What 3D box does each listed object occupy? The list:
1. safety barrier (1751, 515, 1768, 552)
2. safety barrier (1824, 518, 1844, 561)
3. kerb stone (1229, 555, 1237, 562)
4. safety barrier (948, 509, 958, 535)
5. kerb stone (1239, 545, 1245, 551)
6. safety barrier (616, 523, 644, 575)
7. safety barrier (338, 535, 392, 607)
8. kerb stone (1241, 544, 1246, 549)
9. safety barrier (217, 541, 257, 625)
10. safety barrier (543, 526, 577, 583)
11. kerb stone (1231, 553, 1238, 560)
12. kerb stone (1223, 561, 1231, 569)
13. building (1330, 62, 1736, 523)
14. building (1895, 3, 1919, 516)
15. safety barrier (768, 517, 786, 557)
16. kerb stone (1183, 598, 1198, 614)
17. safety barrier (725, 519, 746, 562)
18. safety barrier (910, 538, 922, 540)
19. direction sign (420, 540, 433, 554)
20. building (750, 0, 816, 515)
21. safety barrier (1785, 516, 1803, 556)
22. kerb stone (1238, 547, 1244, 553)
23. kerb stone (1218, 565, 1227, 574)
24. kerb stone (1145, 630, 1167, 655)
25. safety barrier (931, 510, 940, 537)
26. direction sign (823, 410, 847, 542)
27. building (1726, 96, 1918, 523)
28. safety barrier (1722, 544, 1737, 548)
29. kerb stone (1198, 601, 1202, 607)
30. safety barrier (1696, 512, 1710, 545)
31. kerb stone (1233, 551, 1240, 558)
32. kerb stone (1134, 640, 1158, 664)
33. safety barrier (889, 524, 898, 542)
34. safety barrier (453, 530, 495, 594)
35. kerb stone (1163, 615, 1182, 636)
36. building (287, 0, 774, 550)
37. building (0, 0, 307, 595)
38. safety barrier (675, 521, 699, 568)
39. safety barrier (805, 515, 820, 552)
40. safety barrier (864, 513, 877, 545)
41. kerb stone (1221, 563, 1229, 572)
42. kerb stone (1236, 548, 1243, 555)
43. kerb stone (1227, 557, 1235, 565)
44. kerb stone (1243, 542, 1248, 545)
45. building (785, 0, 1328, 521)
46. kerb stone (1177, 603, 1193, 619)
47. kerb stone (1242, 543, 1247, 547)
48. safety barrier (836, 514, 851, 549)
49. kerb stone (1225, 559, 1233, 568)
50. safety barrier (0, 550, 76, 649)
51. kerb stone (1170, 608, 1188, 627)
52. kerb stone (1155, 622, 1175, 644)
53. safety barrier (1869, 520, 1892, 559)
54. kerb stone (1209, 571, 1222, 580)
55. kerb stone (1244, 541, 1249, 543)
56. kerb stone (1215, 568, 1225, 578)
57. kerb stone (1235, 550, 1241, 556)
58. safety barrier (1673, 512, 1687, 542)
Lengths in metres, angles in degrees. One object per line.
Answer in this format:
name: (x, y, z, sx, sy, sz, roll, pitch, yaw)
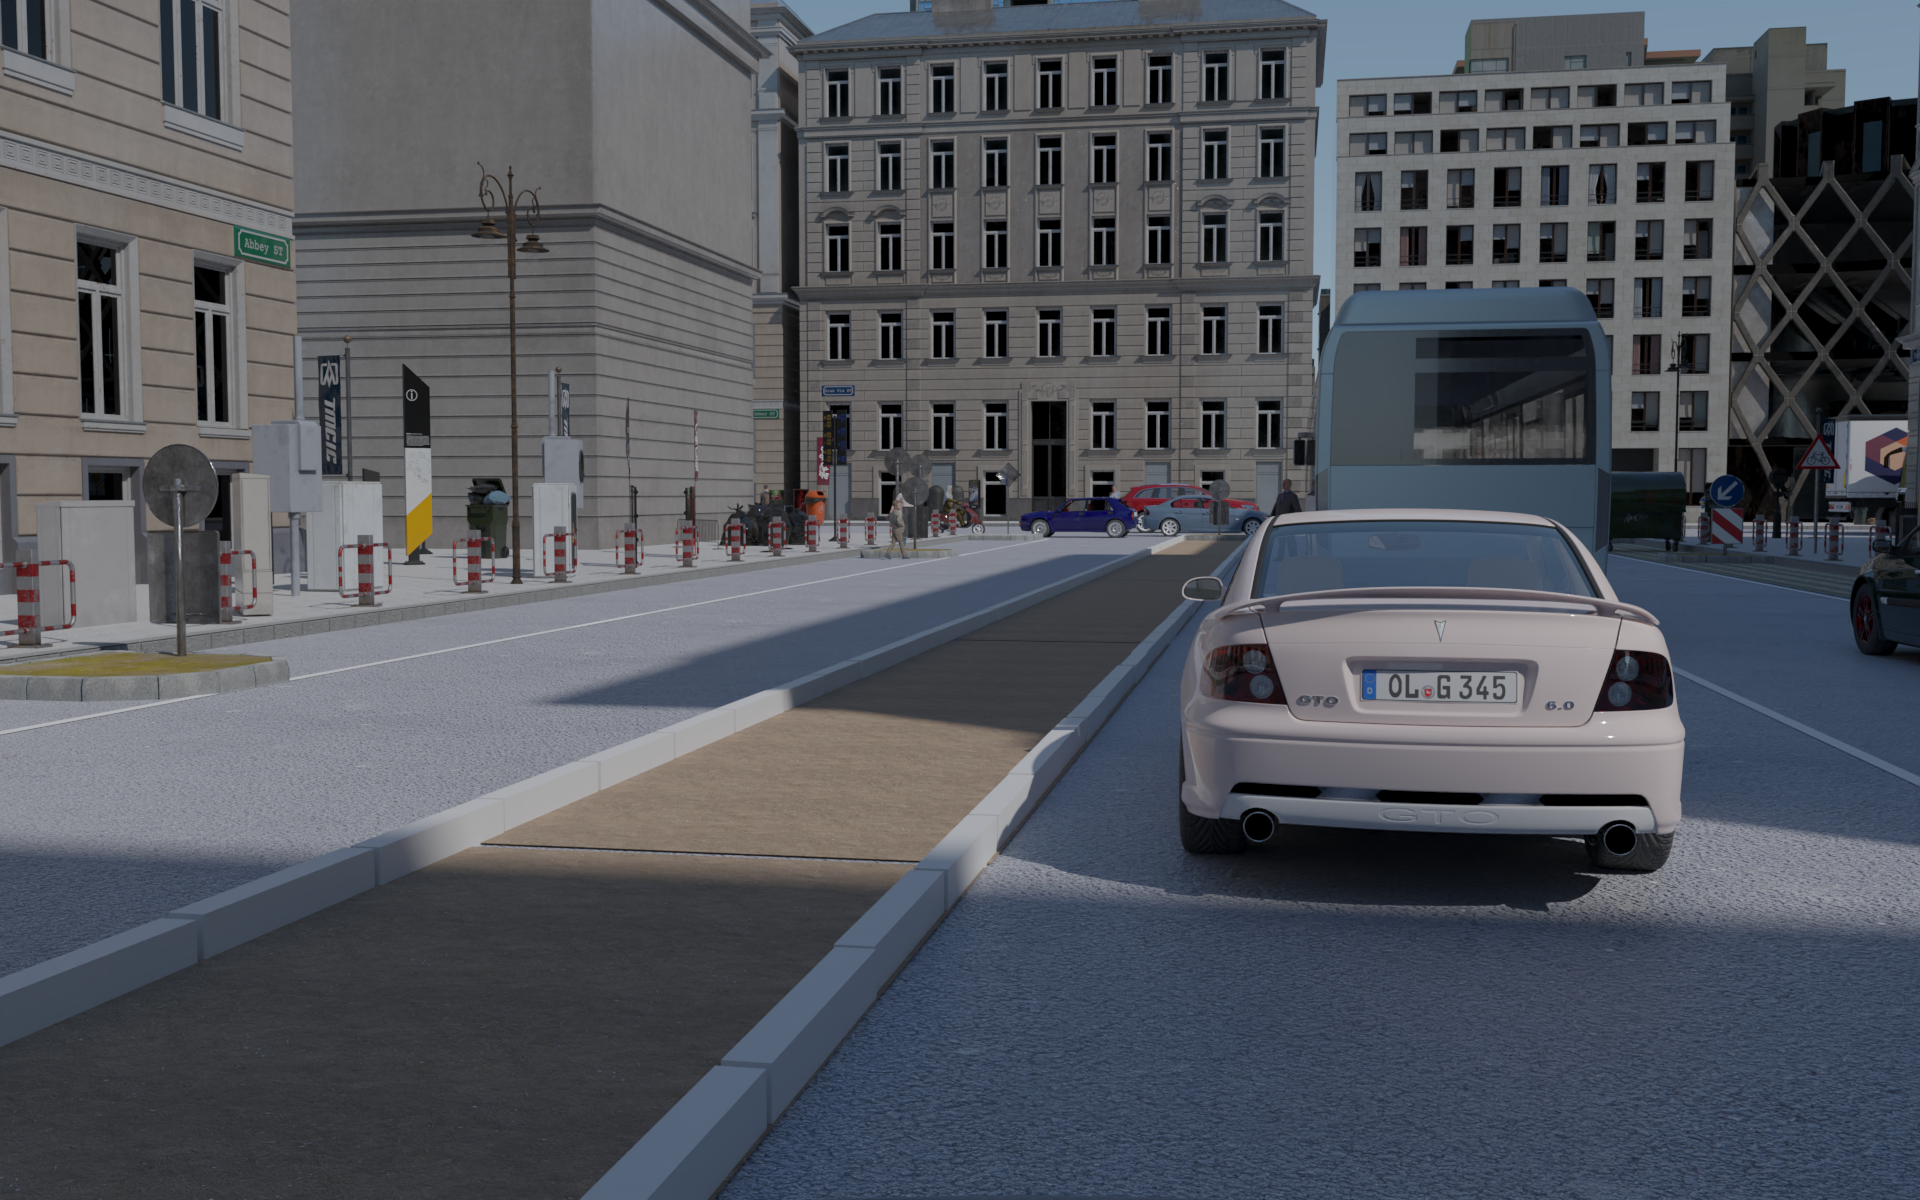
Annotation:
safety barrier: (17.795, -1.484, 38.535, 0.300, 0.817, 1.120, 1, 4, 11)
safety barrier: (16.792, -1.162, 33.281, 0.300, 0.817, 1.120, 1, 4, 11)
kerb stone: (5.415, -0.762, 34.714, 0.120, 0.150, 1.000, 1, 4, 11)
safety barrier: (-0.220, -2.421, 53.852, 0.300, 0.817, 1.120, 1, 4, 11)
kerb stone: (6.571, -1.136, 40.769, 0.120, 0.150, 1.000, 1, 4, 11)
safety barrier: (-5.258, -0.814, 27.589, 0.300, 0.817, 1.120, 1, 4, 11)
safety barrier: (-6.764, -0.333, 19.719, 0.300, 0.817, 1.120, 1, 4, 11)
kerb stone: (6.773, -1.197, 41.773, 0.120, 0.150, 1.000, 1, 4, 11)
safety barrier: (-7.275, -0.172, 17.082, 0.300, 0.817, 1.120, 1, 4, 11)
safety barrier: (-5.763, -0.654, 24.966, 0.300, 0.817, 1.120, 1, 4, 11)
kerb stone: (5.605, -0.828, 35.728, 0.120, 0.150, 1.000, 1, 4, 11)
kerb stone: (4.833, -0.580, 31.677, 0.120, 0.150, 1.000, 1, 4, 11)
building: (26.190, -13.886, 81.787, 16.860, 20.320, 10.420, 1, 4, 11)
building: (27.721, -12.097, 33.948, 11.583, 22.565, 21.152, 1, 4, 11)
safety barrier: (-3.746, -1.296, 35.465, 0.300, 0.817, 1.120, 1, 4, 11)
kerb stone: (2.717, 0.099, 20.589, 0.120, 0.150, 1.000, 1, 4, 11)
safety barrier: (-4.253, -1.136, 32.841, 0.300, 0.817, 1.120, 1, 4, 11)
safety barrier: (-1.230, -2.100, 48.606, 0.300, 0.817, 1.120, 1, 4, 11)
direction sign: (-11.439, -2.743, 36.839, 0.379, 3.537, 0.876, 0, 4, 3)
building: (-16.932, -18.679, 91.306, 20.117, 28.700, 13.634, 1, 4, 11)
safety barrier: (17.292, -1.323, 35.905, 0.300, 0.817, 1.120, 1, 4, 11)
kerb stone: (6.379, -1.074, 39.762, 0.120, 0.150, 1.000, 1, 4, 11)
kerb stone: (4.445, -0.455, 29.660, 0.120, 0.150, 1.000, 1, 4, 11)
kerb stone: (1.739, 0.408, 15.537, 0.120, 0.150, 1.000, 1, 4, 11)
safety barrier: (-0.720, -2.260, 51.228, 0.300, 0.817, 1.120, 1, 4, 11)
direction sign: (-3.382, -3.353, 46.823, 0.876, 3.537, 0.379, 3, 5, 41)
building: (43.905, -13.108, 81.762, 16.811, 18.784, 16.820, 1, 4, 11)
safety barrier: (18.294, -1.644, 41.159, 0.300, 0.817, 1.120, 1, 4, 11)
kerb stone: (2.903, 0.037, 21.598, 0.120, 0.150, 1.000, 1, 4, 11)
safety barrier: (18.803, -1.805, 43.791, 0.300, 0.817, 1.120, 1, 4, 11)
kerb stone: (5.808, -0.889, 36.735, 0.120, 0.150, 1.000, 1, 4, 11)
kerb stone: (1.541, 0.472, 14.532, 0.120, 0.150, 1.000, 1, 4, 11)
safety barrier: (-1.726, -1.939, 45.980, 0.300, 0.817, 1.120, 1, 4, 11)
safety barrier: (-6.265, -0.493, 22.343, 0.300, 0.817, 1.120, 1, 4, 11)
kerb stone: (2.129, 0.287, 17.557, 0.120, 0.150, 1.000, 1, 4, 11)
building: (-18.530, -12.551, 47.006, 24.055, 21.916, 13.314, 1, 4, 11)
building: (-18.683, -14.280, 19.389, 13.634, 28.700, 20.117, 1, 4, 11)
safety barrier: (-4.754, -0.975, 30.212, 0.300, 0.817, 1.120, 1, 4, 11)
safety barrier: (-3.244, -1.457, 38.096, 0.300, 0.817, 1.120, 1, 4, 11)
safety barrier: (-2.234, -1.779, 43.354, 0.300, 0.817, 1.120, 1, 4, 11)
kerb stone: (4.641, -0.518, 30.670, 0.120, 0.150, 1.000, 1, 4, 11)
kerb stone: (6.193, -1.010, 38.748, 0.120, 0.150, 1.000, 1, 4, 11)
kerb stone: (5.229, -0.700, 33.699, 0.120, 0.150, 1.000, 1, 4, 11)
kerb stone: (7.154, -1.312, 43.793, 0.120, 0.150, 1.000, 1, 4, 11)
building: (5.207, -17.662, 86.045, 25.104, 27.353, 12.463, 1, 4, 11)
kerb stone: (2.512, 0.166, 19.583, 0.120, 0.150, 1.000, 1, 4, 11)
kerb stone: (6.962, -1.257, 42.783, 0.120, 0.150, 1.000, 1, 4, 11)
safety barrier: (-2.739, -1.618, 40.726, 0.300, 0.817, 1.120, 1, 4, 11)
kerb stone: (5.024, -0.641, 32.684, 0.120, 0.150, 1.000, 1, 4, 11)
safety barrier: (-7.776, -0.011, 14.458, 0.300, 0.817, 1.120, 1, 4, 11)
kerb stone: (2.323, 0.222, 18.568, 0.120, 0.150, 1.000, 1, 4, 11)
kerb stone: (1.932, 0.345, 16.549, 0.120, 0.150, 1.000, 1, 4, 11)
safety barrier: (16.283, -1.001, 30.647, 0.300, 0.817, 1.120, 1, 4, 11)
kerb stone: (4.066, -0.332, 27.646, 0.120, 0.150, 1.000, 1, 4, 11)
kerb stone: (7.352, -1.381, 44.801, 0.120, 0.150, 1.000, 1, 4, 11)
kerb stone: (4.260, -0.395, 28.652, 0.120, 0.150, 1.000, 1, 4, 11)
kerb stone: (5.990, -0.951, 37.744, 0.120, 0.150, 1.000, 1, 4, 11)
safety barrier: (19.311, -1.966, 46.424, 0.300, 0.817, 1.120, 1, 4, 11)
